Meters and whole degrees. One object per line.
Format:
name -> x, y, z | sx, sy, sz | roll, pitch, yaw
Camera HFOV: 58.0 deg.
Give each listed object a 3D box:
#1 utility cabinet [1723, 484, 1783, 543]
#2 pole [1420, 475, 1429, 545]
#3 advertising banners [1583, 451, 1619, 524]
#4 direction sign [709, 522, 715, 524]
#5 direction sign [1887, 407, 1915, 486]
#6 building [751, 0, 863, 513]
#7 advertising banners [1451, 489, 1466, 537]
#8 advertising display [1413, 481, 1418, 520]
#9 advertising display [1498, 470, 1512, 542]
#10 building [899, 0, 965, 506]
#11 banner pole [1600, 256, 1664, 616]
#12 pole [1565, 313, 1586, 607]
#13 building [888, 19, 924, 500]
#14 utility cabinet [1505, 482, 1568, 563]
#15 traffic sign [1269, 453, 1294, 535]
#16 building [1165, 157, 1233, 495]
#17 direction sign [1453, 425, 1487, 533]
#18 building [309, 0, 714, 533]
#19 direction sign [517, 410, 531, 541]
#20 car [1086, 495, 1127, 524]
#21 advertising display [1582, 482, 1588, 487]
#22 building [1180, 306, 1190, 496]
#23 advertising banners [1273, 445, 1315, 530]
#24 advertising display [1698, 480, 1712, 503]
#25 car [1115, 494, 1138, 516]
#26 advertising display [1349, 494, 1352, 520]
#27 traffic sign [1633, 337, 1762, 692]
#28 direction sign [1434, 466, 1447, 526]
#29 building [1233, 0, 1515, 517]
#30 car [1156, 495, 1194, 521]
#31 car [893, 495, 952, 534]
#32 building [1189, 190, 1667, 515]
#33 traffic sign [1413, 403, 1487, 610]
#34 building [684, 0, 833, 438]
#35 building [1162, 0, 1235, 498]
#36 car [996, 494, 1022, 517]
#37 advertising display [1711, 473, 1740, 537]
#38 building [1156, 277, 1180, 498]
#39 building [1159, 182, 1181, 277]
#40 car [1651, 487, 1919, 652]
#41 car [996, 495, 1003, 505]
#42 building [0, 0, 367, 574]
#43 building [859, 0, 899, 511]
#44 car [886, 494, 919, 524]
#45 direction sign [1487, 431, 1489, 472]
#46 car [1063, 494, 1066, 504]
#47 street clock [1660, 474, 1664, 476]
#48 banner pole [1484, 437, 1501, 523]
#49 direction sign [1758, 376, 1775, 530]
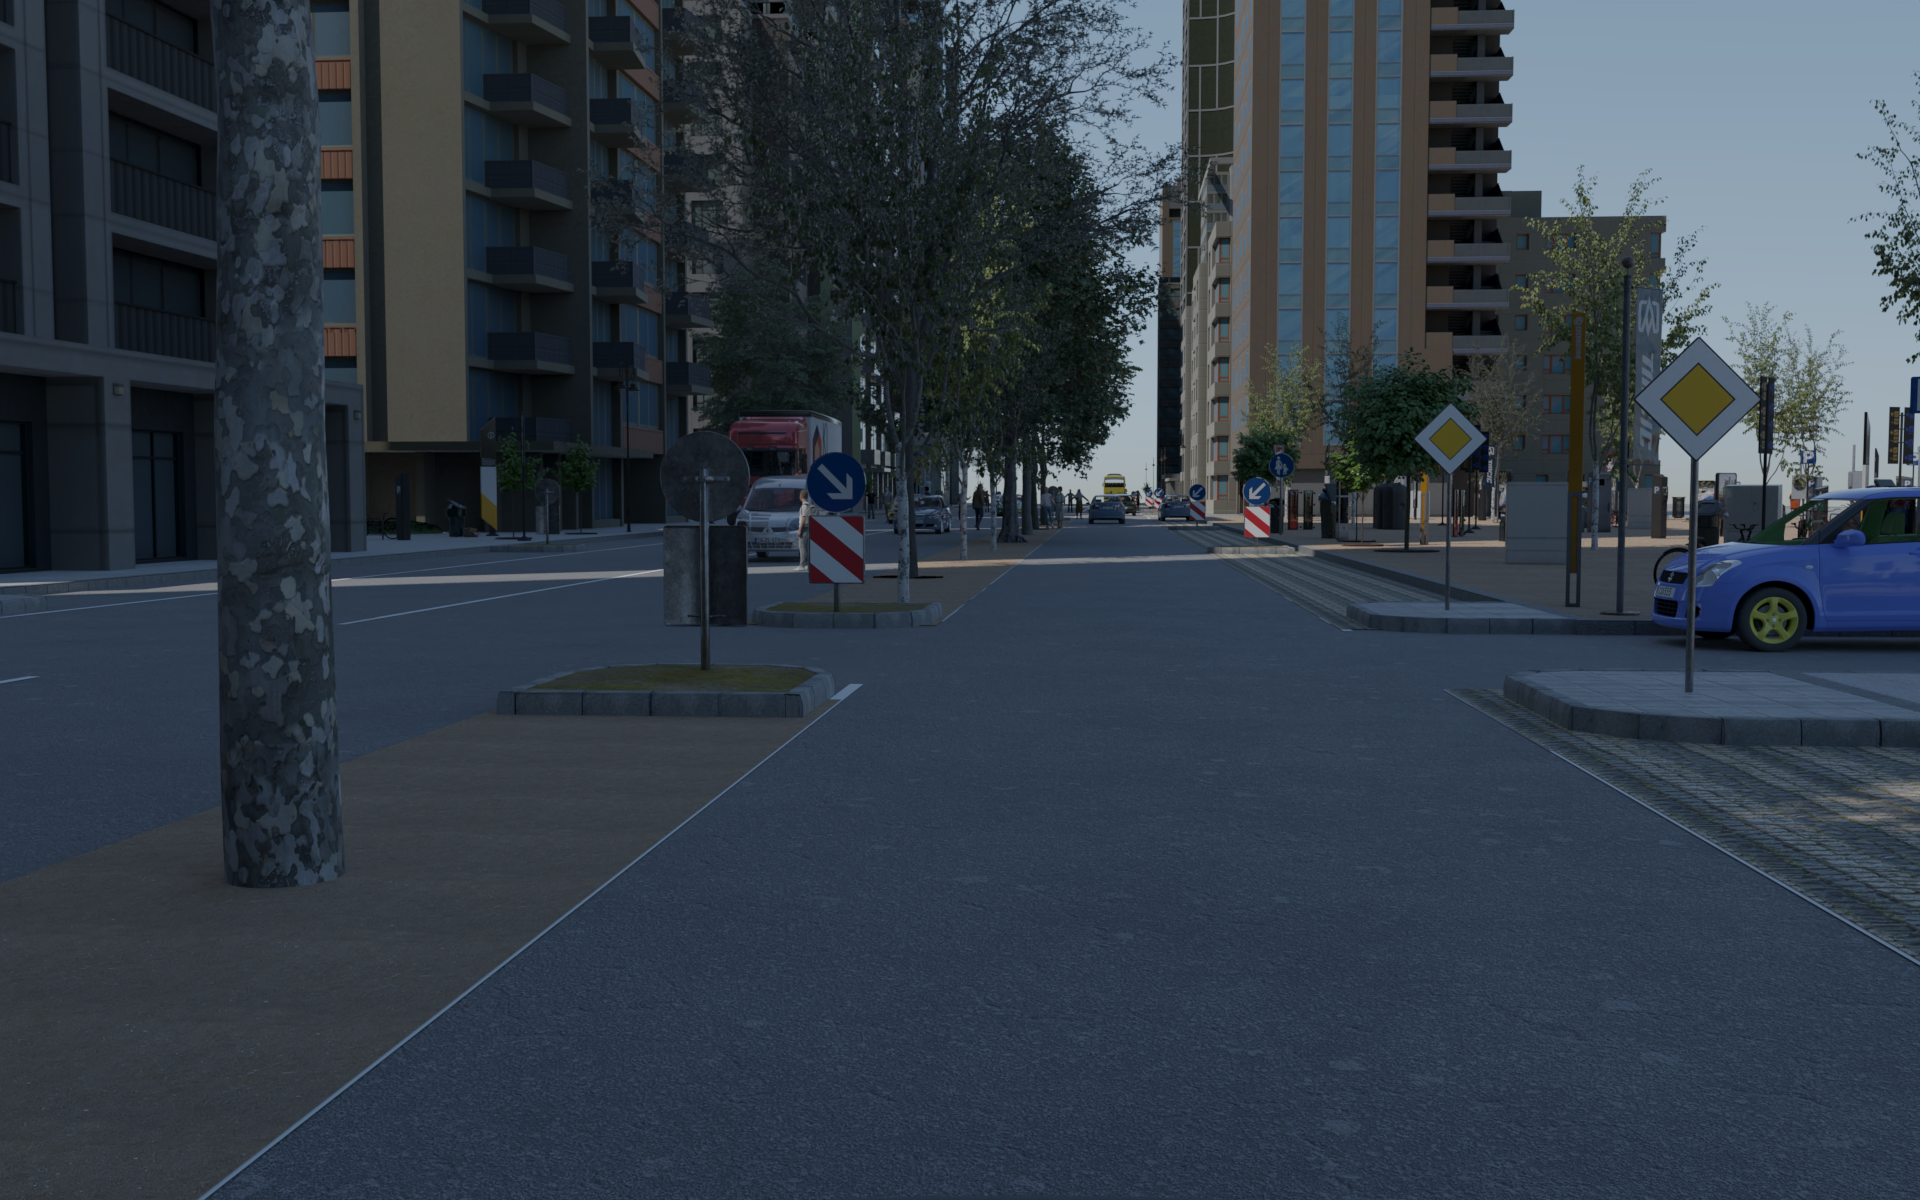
utility cabinet -> 18.285, -1.913, 39.959 | 1.173, 1.500, 0.318 | 3, 5, 42
pole -> 11.762, -3.055, 43.789 | 0.158, 3.312, 0.155 | 0, 3, 0
advertising banners -> 25.767, -4.550, 70.581 | 2.074, 3.025, 0.090 | -1, 4, -9
direction sign -> -10.807, -5.073, 74.945 | 0.379, 3.537, 0.876 | 2, 4, 29
direction sign -> 24.466, -3.246, 45.075 | 0.876, 3.537, 0.379 | -1, 4, -21
building -> -14.534, -26.510, 117.029 | 14.154, 41.232, 14.086 | 0, 4, 5
advertising banners -> 14.767, -3.385, 51.528 | 0.090, 3.025, 2.074 | 2, 4, 30
advertising display -> 22.692, -4.959, 86.298 | 0.123, 1.923, 0.974 | 0, 4, 8
advertising display -> 14.679, -2.536, 46.685 | 0.123, 1.923, 0.974 | 0, 4, 4
building -> -9.976, -55.845, 225.731 | 22.319, 86.520, 31.000 | 0, 4, 5
banner pole -> 7.220, -1.740, 18.465 | 0.863, 3.779, 0.401 | -2, 4, -34
pole -> 6.974, -1.576, 19.614 | 0.158, 3.312, 0.155 | 0, 3, 0
building -> -10.962, -31.331, 162.374 | 14.600, 45.320, 14.200 | 0, 4, 5
utility cabinet -> 10.625, -1.411, 31.754 | 1.173, 1.500, 0.318 | 1, 4, 12
traffic sign -> 10.061, -3.312, 54.263 | 0.768, 2.556, 0.104 | 0, 4, 7
building -> 38.852, -30.372, 188.460 | 32.217, 40.220, 23.993 | 0, 4, 5
direction sign -> 16.727, -3.964, 56.813 | 0.379, 3.537, 0.876 | -2, 4, -27
building -> -22.665, -25.428, 70.378 | 22.147, 44.769, 28.867 | 0, 4, 5
direction sign -> -11.944, -3.387, 47.369 | 0.379, 3.537, 0.876 | -1, 4, -9
car -> 7.112, -4.407, 84.064 | 2.014, 1.417, 4.499 | 0, 4, 4
advertising display -> 32.074, -5.139, 89.240 | 0.123, 1.923, 0.974 | 3, 5, 41
building -> 34.032, -18.817, 152.704 | 27.650, 21.520, 28.899 | 0, 4, 5
advertising banners -> 11.910, -4.010, 61.758 | 2.074, 3.025, 0.090 | -2, 4, -34
advertising display -> 34.927, -4.656, 81.340 | 0.974, 1.923, 0.123 | 2, 4, 33
car -> 10.766, -6.399, 114.410 | 2.009, 1.686, 4.222 | 0, 4, 5
advertising display -> 19.522, -5.002, 87.003 | 0.123, 1.923, 0.974 | 3, 4, 39
traffic sign -> 4.721, -0.460, 11.160 | 0.795, 2.450, 0.064 | 0, 4, 5
direction sign -> 19.672, -4.802, 70.517 | 0.876, 3.537, 0.379 | 0, 4, 4
building -> 23.522, -27.612, 101.563 | 14.600, 45.320, 14.200 | 0, 4, 5
car -> 11.419, -4.864, 91.536 | 2.014, 1.417, 4.499 | 0, 4, 4
car -> -1.344, -3.160, 63.664 | 2.014, 1.417, 4.499 | 0, 4, 6
building -> 31.188, -17.015, 123.230 | 27.650, 21.520, 28.899 | 0, 4, 5
traffic sign -> 5.393, -0.946, 19.117 | 0.795, 2.450, 0.064 | 0, 4, 5
building -> -15.624, -20.277, 103.224 | 14.160, 30.474, 14.107 | 0, 4, 5
building -> 35.433, -47.278, 211.252 | 20.563, 71.187, 20.611 | 0, 4, 5
car -> 3.352, -6.043, 110.608 | 2.131, 1.459, 4.920 | 0, 4, 6
advertising display -> 23.044, -2.870, 52.139 | 0.974, 1.923, 0.123 | -2, 4, -35
building -> 33.180, -28.035, 230.073 | 14.160, 30.474, 14.107 | 0, 4, 5
building -> 35.131, -36.330, 244.109 | 14.600, 45.320, 14.200 | 0, 4, 5
car -> 8.517, -0.412, 16.333 | 3.694, 1.707, 1.945 | 0, 4, 5
car -> 4.388, -10.355, 181.666 | 2.083, 1.381, 4.827 | 0, 4, 6
building -> -23.903, -36.387, 33.178 | 20.563, 71.187, 20.611 | 0, 4, 5
building -> -16.936, -31.853, 140.398 | 23.786, 49.044, 30.456 | 0, 4, 5
car -> -2.525, -4.528, 84.254 | 2.015, 1.641, 3.980 | 0, 4, 3
direction sign -> 18.736, -4.331, 62.809 | 0.876, 3.537, 0.379 | 3, 5, 40
car -> 13.903, -14.309, 242.987 | 2.155, 1.783, 4.494 | 0, 4, 3
street clock -> 25.368, -3.567, 62.889 | 0.358, 2.002, 0.471 | 0, 4, -3
banner pole -> 23.580, -5.297, 76.620 | 0.863, 3.779, 0.401 | 0, 4, 5
direction sign -> 15.595, -2.542, 33.552 | 0.379, 3.537, 0.876 | 3, 5, 40
